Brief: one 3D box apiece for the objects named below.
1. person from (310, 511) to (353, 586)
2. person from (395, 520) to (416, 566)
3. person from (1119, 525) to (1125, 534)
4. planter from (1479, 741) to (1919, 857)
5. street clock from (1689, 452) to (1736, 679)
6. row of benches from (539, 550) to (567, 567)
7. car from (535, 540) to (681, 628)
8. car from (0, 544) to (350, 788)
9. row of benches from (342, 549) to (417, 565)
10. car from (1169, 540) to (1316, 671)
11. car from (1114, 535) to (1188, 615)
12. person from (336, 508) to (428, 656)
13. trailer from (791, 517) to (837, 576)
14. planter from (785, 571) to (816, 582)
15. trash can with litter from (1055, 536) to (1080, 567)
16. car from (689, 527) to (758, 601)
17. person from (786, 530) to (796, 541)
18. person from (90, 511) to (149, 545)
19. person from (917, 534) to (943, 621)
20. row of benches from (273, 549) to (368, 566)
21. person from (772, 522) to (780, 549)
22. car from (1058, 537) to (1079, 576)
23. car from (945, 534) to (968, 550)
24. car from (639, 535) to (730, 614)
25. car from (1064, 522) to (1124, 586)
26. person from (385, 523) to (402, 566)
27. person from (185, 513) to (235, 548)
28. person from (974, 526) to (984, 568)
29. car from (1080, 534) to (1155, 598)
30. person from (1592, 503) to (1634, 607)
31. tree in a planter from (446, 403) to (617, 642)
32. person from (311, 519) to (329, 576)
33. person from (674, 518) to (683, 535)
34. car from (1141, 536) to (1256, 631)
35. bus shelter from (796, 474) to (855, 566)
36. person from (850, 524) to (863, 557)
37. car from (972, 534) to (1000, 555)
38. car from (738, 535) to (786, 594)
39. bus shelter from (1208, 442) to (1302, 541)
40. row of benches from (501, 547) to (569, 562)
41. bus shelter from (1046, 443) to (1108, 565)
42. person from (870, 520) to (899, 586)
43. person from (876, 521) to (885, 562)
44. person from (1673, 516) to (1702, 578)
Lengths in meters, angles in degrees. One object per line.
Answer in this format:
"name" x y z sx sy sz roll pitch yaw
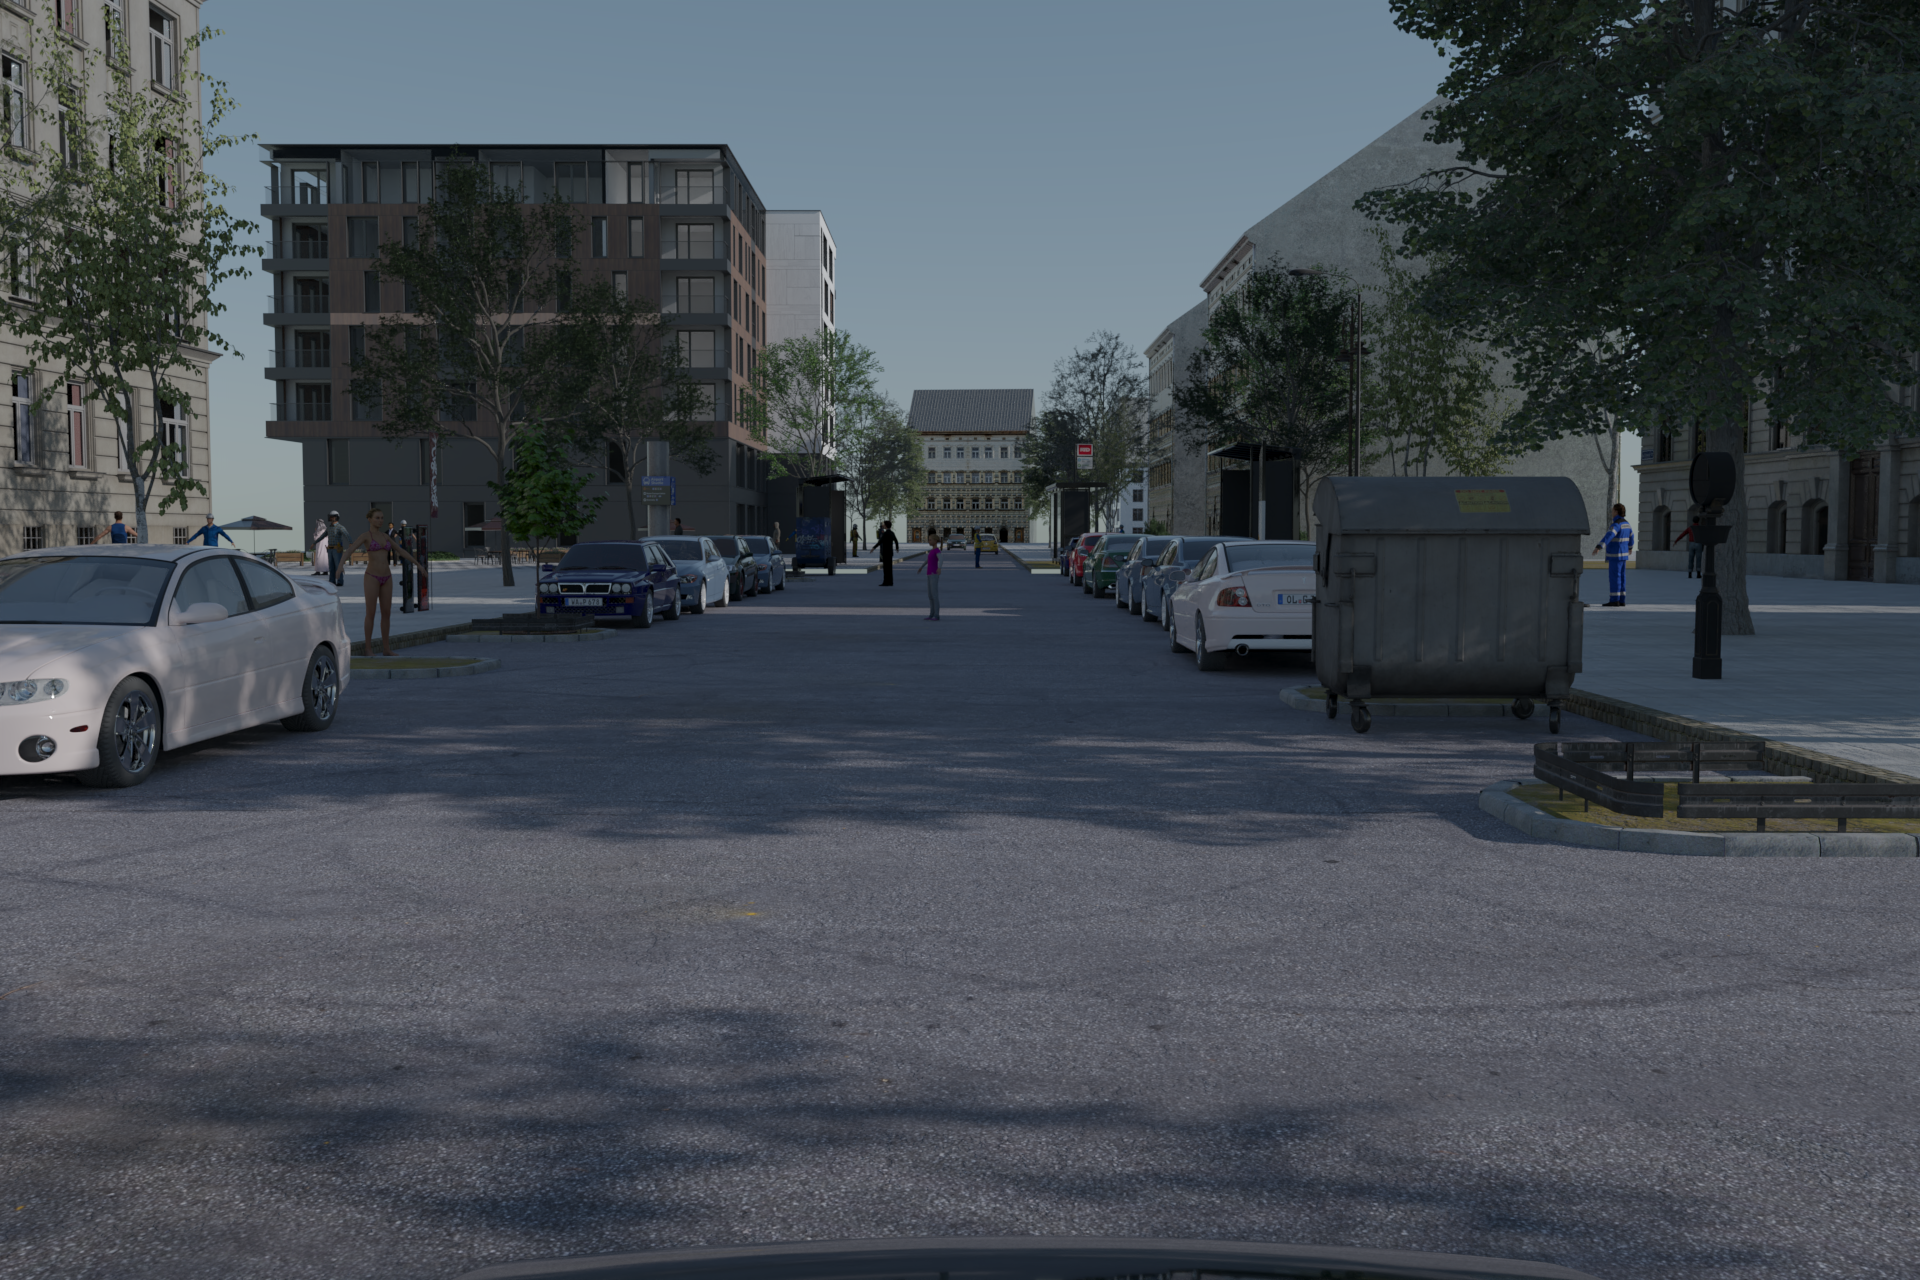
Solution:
"person" -15.359 -2.242 42.490 1.345 1.849 0.704 2 4 24
"person" -22.600 -3.944 70.342 0.705 1.847 1.347 3 5 41
"person" 8.977 -5.539 96.693 0.704 1.817 1.347 -1 4 -14
"planter" 3.705 0.763 8.669 1.991 0.319 1.994 0 4 0
"street clock" 6.635 -0.658 15.326 0.358 2.002 0.471 0 4 1
"row of benches" -14.356 -3.096 66.077 4.104 0.672 1.422 1 4 20
"car" -5.561 -0.918 27.598 1.945 1.354 3.894 0 4 1
"car" -5.570 0.065 11.300 2.083 1.381 4.827 0 4 1
"row of benches" -24.322 -3.511 72.872 4.104 0.672 1.422 1 4 16
"car" 3.443 -0.433 19.444 2.083 1.381 4.827 0 4 1
"car" 3.884 -1.221 31.973 2.014 1.417 4.499 0 4 0
"person" -6.734 -0.667 20.160 0.721 1.733 1.217 3 4 37
"trailer" -5.050 -3.193 59.257 1.471 1.999 3.904 0 4 0
"planter" -5.415 -1.925 52.609 1.991 0.319 1.994 0 4 2
"trash can with litter" 4.589 -3.428 67.113 1.678 1.210 2.233 0 4 -1
"car" -5.501 -1.740 38.236 2.009 1.686 4.222 0 4 0
"person" -8.170 -5.022 88.076 1.349 1.833 0.705 -1 4 -15
"person" -19.219 -2.046 39.613 1.345 1.807 0.704 -1 4 -19
"person" -0.496 -1.035 28.647 0.599 1.433 0.991 -1 4 -21
"row of benches" -25.426 -3.320 69.752 4.104 0.672 1.422 -2 4 -28
"person" -8.198 -4.344 77.157 0.705 1.813 1.348 -1 4 -16
"car" 4.377 -2.890 59.831 1.945 1.354 3.894 0 4 1
"car" -0.287 -8.781 153.358 2.009 1.686 4.222 0 4 0
"car" -5.441 -1.262 32.638 2.014 1.417 4.499 0 4 1
"car" 4.041 -2.442 48.975 2.155 1.783 4.494 0 4 1
"person" -22.639 -3.800 68.852 1.216 1.740 0.721 0 4 2
"person" -20.238 -2.500 46.763 1.347 1.842 0.705 0 4 -6
"person" 0.830 -3.891 72.541 0.721 1.772 1.216 -1 4 -10
"car" 3.881 -1.731 40.100 2.131 1.459 4.920 0 4 0
"person" 11.594 -1.507 30.611 1.345 1.831 0.704 -3 5 -43
"tree in a planter" -5.826 -1.628 23.841 1.991 3.239 1.994 0 4 0
"person" -19.821 -2.874 53.696 0.621 1.740 0.551 -1 4 -21
"person" -9.397 -3.151 57.581 0.705 1.821 1.348 0 4 -3
"car" 3.862 -0.907 26.834 2.014 1.417 4.499 0 4 0
"bus shelter" -5.428 -4.852 70.619 1.731 3.624 6.357 0 4 2
"person" -5.787 -5.509 95.839 0.705 1.858 1.354 -2 4 -29
"car" 1.835 -6.815 121.644 2.015 1.641 3.980 0 4 1
"car" -5.364 -1.894 42.973 2.014 1.417 4.499 0 4 1
"bus shelter" 7.976 -3.423 47.243 1.731 3.624 6.357 0 4 1
"row of benches" -19.858 -4.034 81.424 1.422 0.672 4.104 3 4 37
"bus shelter" 4.855 -5.904 74.155 2.179 5.291 8.768 0 4 -1
"person" -2.012 -2.380 47.553 0.705 1.806 1.347 2 4 31
"person" -3.505 -4.461 78.715 0.705 1.856 1.354 -1 4 -18
"person" 21.305 -2.693 50.140 1.345 1.816 0.704 3 5 40
